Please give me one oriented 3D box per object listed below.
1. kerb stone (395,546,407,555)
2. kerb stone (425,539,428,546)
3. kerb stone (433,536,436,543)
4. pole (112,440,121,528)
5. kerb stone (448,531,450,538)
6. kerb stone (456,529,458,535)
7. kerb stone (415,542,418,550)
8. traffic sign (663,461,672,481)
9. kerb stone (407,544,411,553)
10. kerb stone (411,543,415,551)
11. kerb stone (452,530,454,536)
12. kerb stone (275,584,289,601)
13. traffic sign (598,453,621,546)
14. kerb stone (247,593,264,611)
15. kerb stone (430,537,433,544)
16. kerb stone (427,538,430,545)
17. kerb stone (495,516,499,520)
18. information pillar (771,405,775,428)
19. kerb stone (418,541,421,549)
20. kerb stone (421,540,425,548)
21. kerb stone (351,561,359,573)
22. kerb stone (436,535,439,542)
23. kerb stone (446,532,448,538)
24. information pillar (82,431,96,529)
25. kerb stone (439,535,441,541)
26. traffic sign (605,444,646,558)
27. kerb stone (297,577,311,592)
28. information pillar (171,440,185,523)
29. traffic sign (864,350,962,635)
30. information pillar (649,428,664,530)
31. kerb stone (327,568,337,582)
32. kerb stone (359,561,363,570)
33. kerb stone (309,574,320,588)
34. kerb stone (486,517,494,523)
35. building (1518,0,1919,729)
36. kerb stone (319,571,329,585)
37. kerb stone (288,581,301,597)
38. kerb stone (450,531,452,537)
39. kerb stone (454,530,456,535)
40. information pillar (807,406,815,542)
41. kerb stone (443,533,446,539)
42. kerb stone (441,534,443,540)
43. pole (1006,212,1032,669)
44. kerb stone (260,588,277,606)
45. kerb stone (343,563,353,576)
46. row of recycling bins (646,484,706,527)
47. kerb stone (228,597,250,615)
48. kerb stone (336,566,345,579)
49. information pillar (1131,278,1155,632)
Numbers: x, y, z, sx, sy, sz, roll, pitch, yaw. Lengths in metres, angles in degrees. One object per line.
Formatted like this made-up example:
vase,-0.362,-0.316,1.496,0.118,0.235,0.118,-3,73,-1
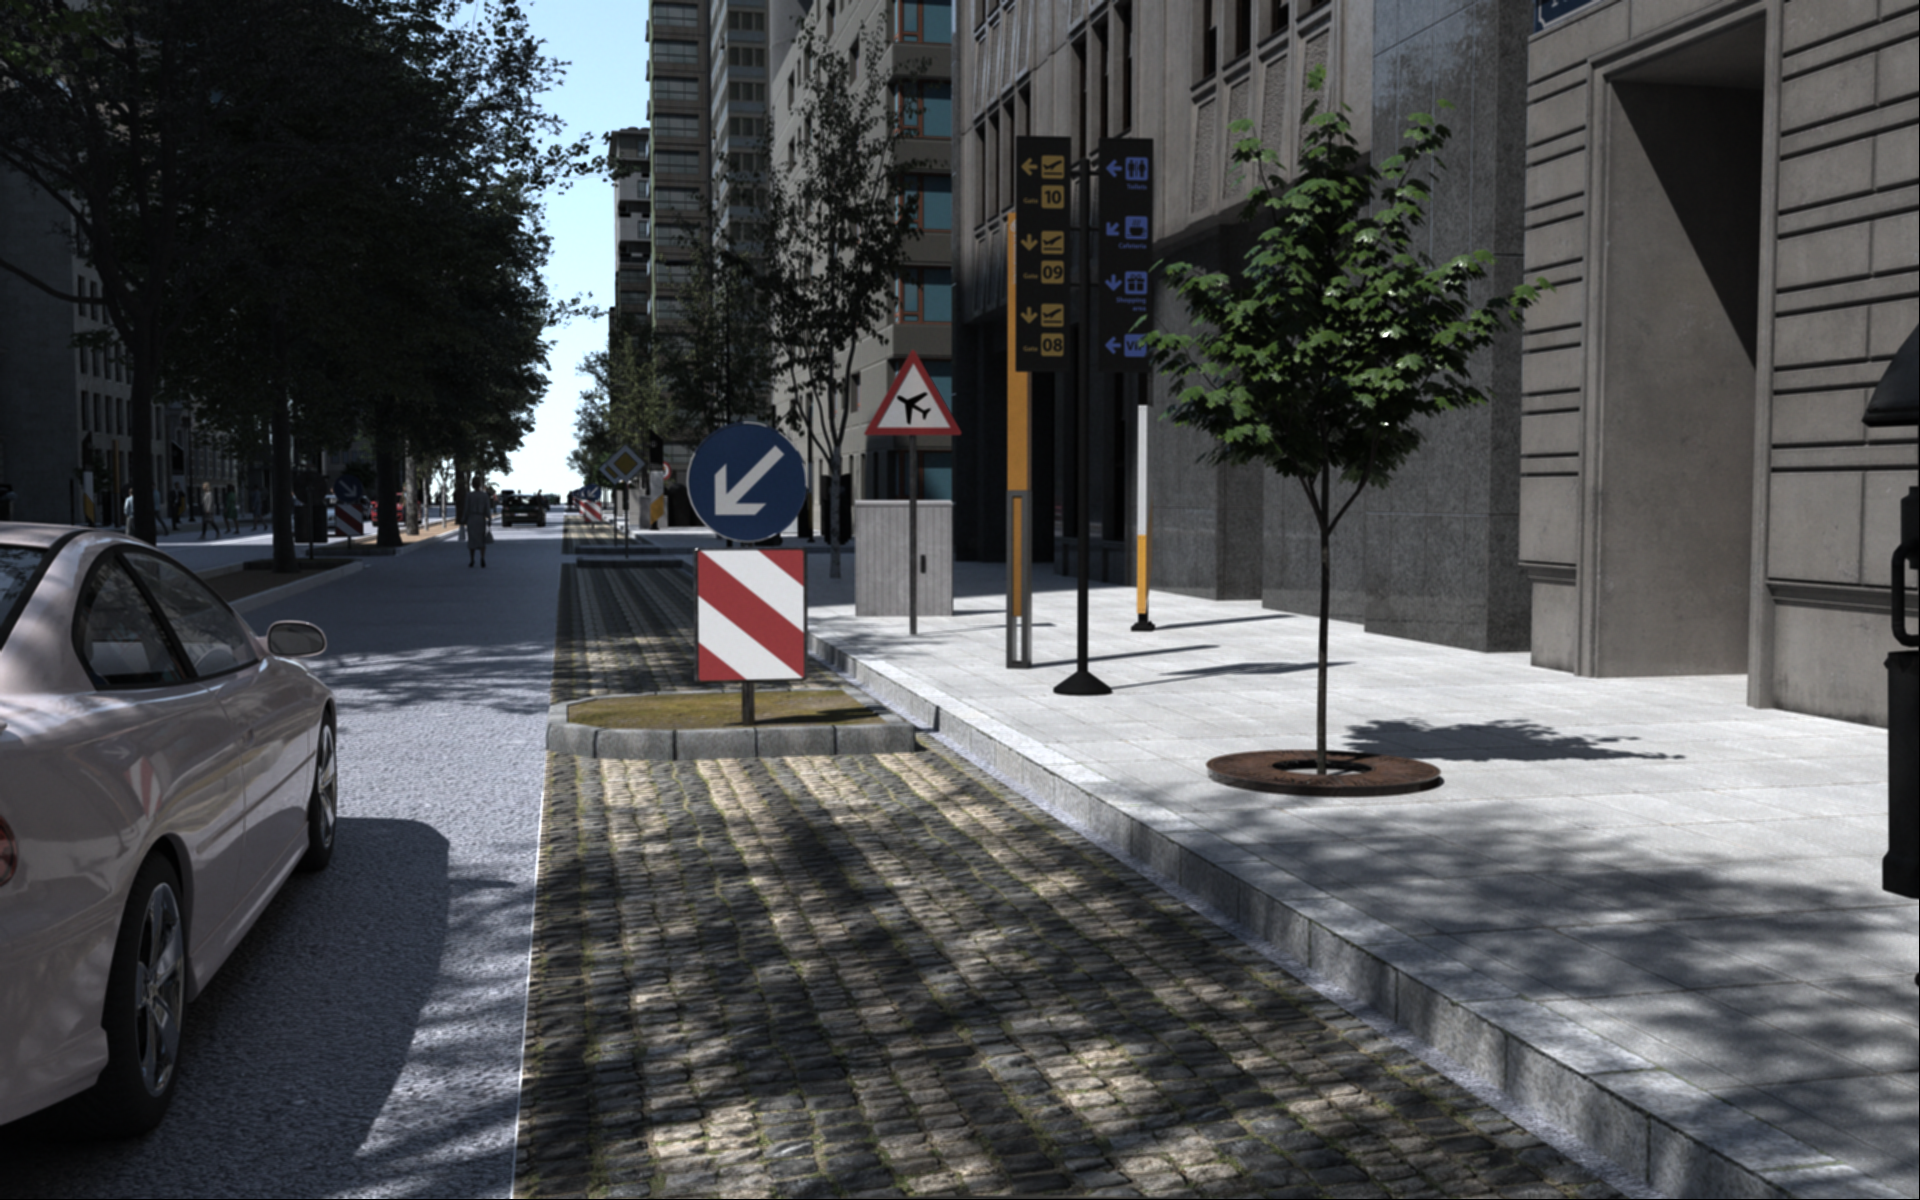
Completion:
kerb stone,-13.283,-1.155,41.079,0.120,0.150,1.000,-1,4,-13
kerb stone,-14.645,-1.522,47.076,0.120,0.150,1.000,-1,4,-13
kerb stone,-15.331,-1.705,50.073,0.120,0.150,1.000,-1,4,-13
pole,-31.809,-4.372,65.326,0.158,3.312,0.155,0,3,0
kerb stone,-16.689,-2.068,56.075,0.120,0.150,1.000,-1,4,-13
kerb stone,-17.598,-2.316,60.061,0.120,0.150,1.000,-1,4,-13
kerb stone,-13.960,-1.336,44.082,0.120,0.150,1.000,-1,4,-13
traffic sign,-11.374,-4.036,66.093,0.768,2.556,0.104,0,4,-7
kerb stone,-13.505,-1.216,42.082,0.120,0.150,1.000,-1,4,-13
kerb stone,-13.726,-1.270,43.088,0.120,0.150,1.000,-1,4,-13
kerb stone,-17.145,-2.192,58.068,0.120,0.150,1.000,-1,4,-13
kerb stone,-9.276,-0.080,23.498,0.120,0.150,1.000,-1,4,-13
traffic sign,-8.435,-2.367,42.349,0.795,2.450,0.064,-1,4,-13
kerb stone,-8.822,0.042,21.501,0.120,0.150,1.000,-1,4,-13
kerb stone,-15.097,-1.643,49.078,0.120,0.150,1.000,-1,4,-13
kerb stone,-14.874,-1.583,48.081,0.120,0.150,1.000,-1,4,-13
kerb stone,-25.790,-4.516,96.036,0.120,0.150,1.000,-1,4,-13
information pillar,-4.923,-3.325,45.724,0.183,3.616,0.504,-1,4,-11
kerb stone,-14.188,-1.400,45.081,0.120,0.150,1.000,-1,4,-13
kerb stone,-14.417,-1.461,46.080,0.120,0.150,1.000,-1,4,-13
kerb stone,-11.099,-0.569,31.499,0.120,0.150,1.000,-1,4,-13
kerb stone,-15.550,-1.766,51.071,0.120,0.150,1.000,-1,4,-13
kerb stone,-16.462,-2.003,55.075,0.120,0.150,1.000,-1,4,-13
information pillar,-32.204,-4.442,63.989,0.183,3.616,0.504,0,4,7
kerb stone,-15.786,-1.828,52.084,0.120,0.150,1.000,-1,4,-13
traffic sign,-6.663,-1.891,34.563,0.795,2.450,0.064,-1,4,-13
kerb stone,-9.730,-0.202,25.492,0.120,0.150,1.000,-1,4,-13
information pillar,-34.186,-5.160,75.724,0.504,3.616,0.183,0,4,-5
traffic sign,-0.427,-0.962,15.727,0.884,2.594,0.081,0,4,-8
information pillar,-10.811,-4.300,61.657,0.504,3.616,0.183,-1,4,-10
kerb stone,-10.412,-0.385,28.488,0.120,0.150,1.000,-1,4,-13
kerb stone,-11.329,-0.631,32.506,0.120,0.150,1.000,-1,4,-13
kerb stone,-9.955,-0.263,26.489,0.120,0.150,1.000,-1,4,-13
kerb stone,-24.423,-4.150,90.041,0.120,0.150,1.000,-1,4,-13
building,11.252,-10.258,3.870,11.583,22.565,21.152,-1,4,-13
kerb stone,-10.185,-0.322,27.488,0.120,0.150,1.000,-1,4,-13
kerb stone,-9.500,-0.136,24.496,0.120,0.150,1.000,-1,4,-13
kerb stone,-16.915,-2.133,57.072,0.120,0.150,1.000,-1,4,-13
kerb stone,-17.367,-2.255,59.066,0.120,0.150,1.000,-1,4,-13
information pillar,-3.963,-3.338,45.926,0.183,3.616,0.504,0,3,0
kerb stone,-16.238,-1.947,54.077,0.120,0.150,1.000,-1,4,-13
kerb stone,-16.012,-1.882,53.081,0.120,0.150,1.000,-1,4,-13
pole,0.436,-1.153,12.687,0.158,3.312,0.155,0,3,0
kerb stone,-9.049,-0.019,22.500,0.120,0.150,1.000,-1,4,-13
kerb stone,-10.866,-0.508,30.497,0.120,0.150,1.000,-1,4,-13
row of recycling bins,-10.691,-3.740,68.268,3.534,1.692,1.069,-3,4,-38
kerb stone,-8.591,0.103,20.505,0.120,0.150,1.000,-1,4,-13
kerb stone,-10.645,-0.442,29.490,0.120,0.150,1.000,-1,4,-13
information pillar,1.747,-1.527,16.314,0.183,3.616,0.504,1,4,13
